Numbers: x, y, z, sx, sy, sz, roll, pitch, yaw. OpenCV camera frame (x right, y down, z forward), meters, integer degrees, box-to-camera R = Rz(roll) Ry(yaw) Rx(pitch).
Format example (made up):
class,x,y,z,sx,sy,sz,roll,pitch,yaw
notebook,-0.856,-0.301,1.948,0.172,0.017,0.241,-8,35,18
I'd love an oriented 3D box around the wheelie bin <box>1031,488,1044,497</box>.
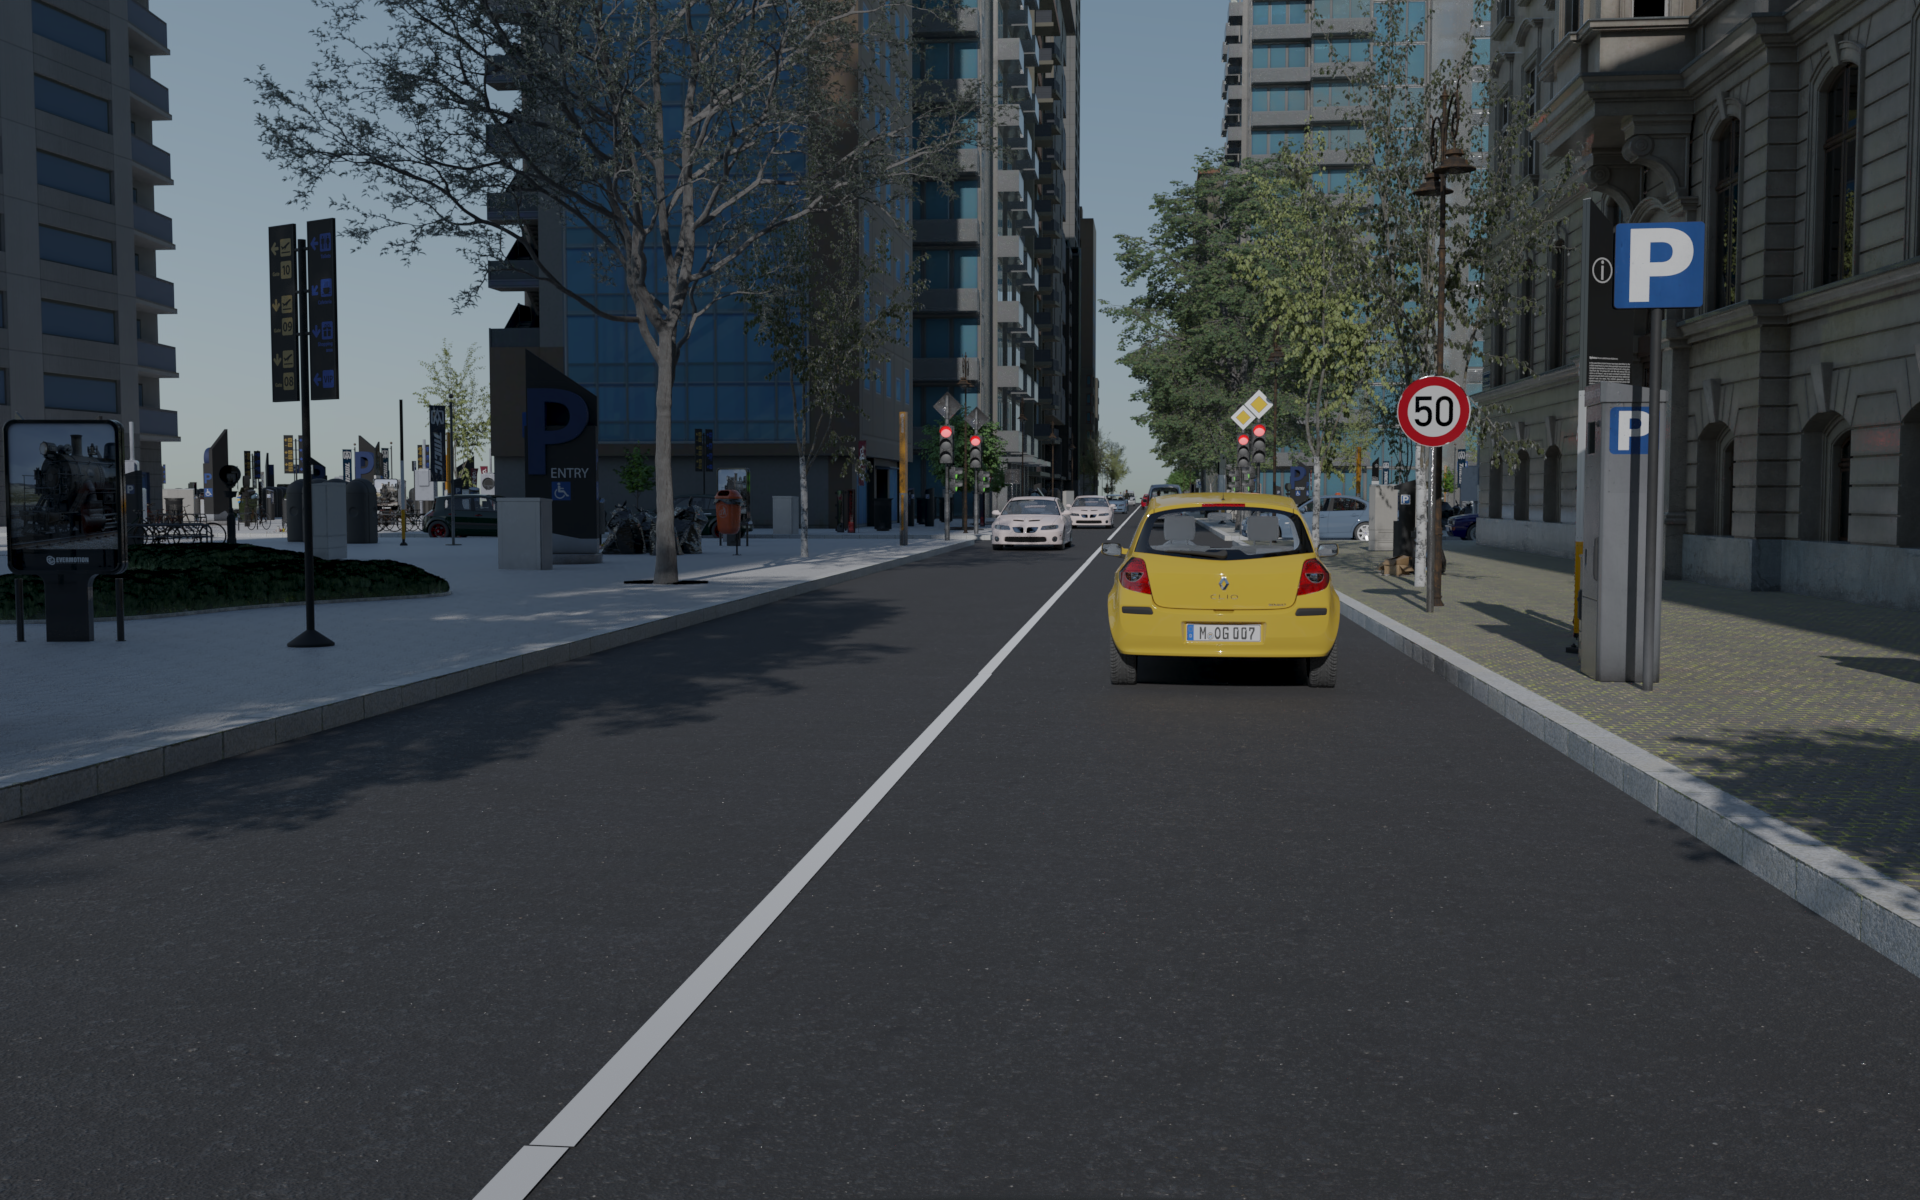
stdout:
class,x,y,z,sx,sy,sz,roll,pitch,yaw
wheelie bin,4.004,-4.982,89.370,0.693,1.594,0.980,0,4,8

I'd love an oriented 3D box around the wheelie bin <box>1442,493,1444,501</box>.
class,x,y,z,sx,sy,sz,roll,pitch,yaw
wheelie bin,28.467,-5.850,103.555,0.980,1.594,0.693,-2,4,-32

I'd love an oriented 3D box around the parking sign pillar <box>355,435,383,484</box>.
class,x,y,z,sx,sy,sz,roll,pitch,yaw
parking sign pillar,-26.968,-5.540,79.059,1.447,3.967,1.447,2,4,23

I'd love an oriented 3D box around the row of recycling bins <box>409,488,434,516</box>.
class,x,y,z,sx,sy,sz,roll,pitch,yaw
row of recycling bins,-31.419,-5.750,101.128,1.069,1.692,3.534,-2,4,-31

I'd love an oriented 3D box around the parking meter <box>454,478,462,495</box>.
class,x,y,z,sx,sy,sz,roll,pitch,yaw
parking meter,-17.992,-3.432,61.830,0.399,1.863,0.255,-3,5,-42

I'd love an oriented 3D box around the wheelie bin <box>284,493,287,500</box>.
class,x,y,z,sx,sy,sz,roll,pitch,yaw
wheelie bin,-28.096,-3.992,73.175,0.980,1.594,0.693,1,4,22

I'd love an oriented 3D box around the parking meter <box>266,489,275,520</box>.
class,x,y,z,sx,sy,sz,roll,pitch,yaw
parking meter,-33.836,-4.683,84.975,0.372,1.533,0.369,0,3,0

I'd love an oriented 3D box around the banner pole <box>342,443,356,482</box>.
class,x,y,z,sx,sy,sz,roll,pitch,yaw
banner pole,-29.900,-5.811,85.023,0.863,3.779,0.401,-3,5,-41

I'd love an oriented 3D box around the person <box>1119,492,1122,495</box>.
class,x,y,z,sx,sy,sz,roll,pitch,yaw
person,22.561,-14.256,242.298,0.721,1.736,1.217,3,4,39

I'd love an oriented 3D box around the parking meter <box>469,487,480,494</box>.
class,x,y,z,sx,sy,sz,roll,pitch,yaw
parking meter,-17.062,-3.209,60.877,0.372,1.533,0.369,0,3,0

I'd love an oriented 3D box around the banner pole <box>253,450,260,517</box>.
class,x,y,z,sx,sy,sz,roll,pitch,yaw
banner pole,-40.319,-6.680,99.231,0.863,3.779,0.401,2,4,35

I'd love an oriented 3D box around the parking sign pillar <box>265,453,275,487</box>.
class,x,y,z,sx,sy,sz,roll,pitch,yaw
parking sign pillar,-45.273,-7.652,113.575,1.447,3.967,1.447,-2,4,-26

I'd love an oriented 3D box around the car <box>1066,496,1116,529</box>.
class,x,y,z,sx,sy,sz,roll,pitch,yaw
car,5.521,-3.705,72.931,2.083,1.381,4.827,0,4,7

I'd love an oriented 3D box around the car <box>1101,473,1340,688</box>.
class,x,y,z,sx,sy,sz,roll,pitch,yaw
car,2.148,-0.251,14.320,2.015,1.641,3.980,0,4,8

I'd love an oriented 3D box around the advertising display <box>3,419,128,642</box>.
class,x,y,z,sx,sy,sz,roll,pitch,yaw
advertising display,-7.748,-0.600,15.027,0.974,1.923,0.123,0,4,-3

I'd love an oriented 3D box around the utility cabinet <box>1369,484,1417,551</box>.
class,x,y,z,sx,sy,sz,roll,pitch,yaw
utility cabinet,9.802,-1.851,38.942,1.173,1.500,0.318,-1,4,-15

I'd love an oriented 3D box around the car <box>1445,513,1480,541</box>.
class,x,y,z,sx,sy,sz,roll,pitch,yaw
car,15.964,-2.267,49.640,3.894,1.354,1.945,1,4,8

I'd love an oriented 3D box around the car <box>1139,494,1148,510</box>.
class,x,y,z,sx,sy,sz,roll,pitch,yaw
car,17.635,-9.225,159.873,2.155,1.783,4.494,0,4,7

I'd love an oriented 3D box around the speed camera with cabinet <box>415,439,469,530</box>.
class,x,y,z,sx,sy,sz,roll,pitch,yaw
speed camera with cabinet,-18.662,-4.188,62.818,2.038,3.252,0.660,0,3,0

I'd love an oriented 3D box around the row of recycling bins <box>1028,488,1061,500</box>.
class,x,y,z,sx,sy,sz,roll,pitch,yaw
row of recycling bins,5.251,-6.862,119.307,3.534,1.692,1.069,1,4,19

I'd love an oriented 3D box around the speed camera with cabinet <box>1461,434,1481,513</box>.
class,x,y,z,sx,sy,sz,roll,pitch,yaw
speed camera with cabinet,17.005,-3.807,56.587,0.660,3.252,2.038,3,4,37

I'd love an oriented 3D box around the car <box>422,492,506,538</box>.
class,x,y,z,sx,sy,sz,roll,pitch,yaw
car,-14.145,-2.607,52.415,4.222,1.686,2.009,0,4,5

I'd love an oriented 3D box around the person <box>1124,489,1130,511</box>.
class,x,y,z,sx,sy,sz,roll,pitch,yaw
person,13.838,-8.285,143.982,0.705,1.821,1.348,2,4,35

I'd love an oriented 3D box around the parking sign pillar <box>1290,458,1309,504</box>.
class,x,y,z,sx,sy,sz,roll,pitch,yaw
parking sign pillar,23.717,-8.107,121.018,1.447,3.967,1.447,3,5,39

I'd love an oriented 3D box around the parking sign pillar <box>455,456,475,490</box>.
class,x,y,z,sx,sy,sz,roll,pitch,yaw
parking sign pillar,-34.605,-8.117,121.184,1.447,3.967,1.447,-1,4,-8

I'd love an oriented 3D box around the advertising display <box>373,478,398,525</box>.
class,x,y,z,sx,sy,sz,roll,pitch,yaw
advertising display,-23.732,-4.061,71.603,0.974,1.923,0.123,-2,4,-28

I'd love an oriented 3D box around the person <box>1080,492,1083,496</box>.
class,x,y,z,sx,sy,sz,roll,pitch,yaw
person,14.456,-12.211,208.878,1.217,1.736,0.721,0,4,7

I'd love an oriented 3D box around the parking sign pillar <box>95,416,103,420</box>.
class,x,y,z,sx,sy,sz,roll,pitch,yaw
parking sign pillar,-30.183,-4.389,60.231,1.447,3.967,1.447,1,4,22

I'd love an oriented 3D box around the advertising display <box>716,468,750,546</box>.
class,x,y,z,sx,sy,sz,roll,pitch,yaw
advertising display,-5.586,-2.293,42.706,0.974,1.923,0.123,2,4,32

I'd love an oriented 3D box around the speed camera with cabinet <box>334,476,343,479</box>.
class,x,y,z,sx,sy,sz,roll,pitch,yaw
speed camera with cabinet,-30.627,-5.671,87.063,0.660,3.252,2.038,1,4,13

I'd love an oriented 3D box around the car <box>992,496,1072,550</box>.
class,x,y,z,sx,sy,sz,roll,pitch,yaw
car,1.940,-2.039,45.698,2.083,1.381,4.827,0,4,8

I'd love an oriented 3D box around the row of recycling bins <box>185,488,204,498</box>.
class,x,y,z,sx,sy,sz,roll,pitch,yaw
row of recycling bins,-54.399,-7.126,123.625,1.069,1.692,3.534,0,4,4

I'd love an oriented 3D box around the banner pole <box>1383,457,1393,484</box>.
class,x,y,z,sx,sy,sz,roll,pitch,yaw
banner pole,28.509,-7.665,115.336,0.863,3.779,0.401,-1,4,-10

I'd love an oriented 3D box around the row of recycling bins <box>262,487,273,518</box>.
class,x,y,z,sx,sy,sz,roll,pitch,yaw
row of recycling bins,-37.984,-5.456,96.311,1.069,1.692,3.534,0,4,-6

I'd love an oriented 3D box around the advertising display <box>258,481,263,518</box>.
class,x,y,z,sx,sy,sz,roll,pitch,yaw
advertising display,-34.996,-4.982,86.674,0.123,1.923,0.974,-1,4,-19

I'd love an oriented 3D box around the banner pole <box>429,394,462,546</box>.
class,x,y,z,sx,sy,sz,roll,pitch,yaw
banner pole,-12.833,-3.245,43.079,0.401,3.779,0.863,3,5,40

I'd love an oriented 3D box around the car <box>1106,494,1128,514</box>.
class,x,y,z,sx,sy,sz,roll,pitch,yaw
car,11.196,-6.943,125.526,2.014,1.417,4.499,0,4,8

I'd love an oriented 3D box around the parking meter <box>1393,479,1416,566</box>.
class,x,y,z,sx,sy,sz,roll,pitch,yaw
parking meter,7.685,-1.317,29.952,0.372,1.533,0.369,0,3,0

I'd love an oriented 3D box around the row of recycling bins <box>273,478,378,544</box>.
class,x,y,z,sx,sy,sz,roll,pitch,yaw
row of recycling bins,-16.633,-2.364,45.762,3.534,1.692,1.069,3,4,39

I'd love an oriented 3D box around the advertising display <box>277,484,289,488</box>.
class,x,y,z,sx,sy,sz,roll,pitch,yaw
advertising display,-42.716,-6.386,109.622,0.974,1.923,0.123,0,4,-4

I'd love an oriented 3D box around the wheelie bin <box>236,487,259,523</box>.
class,x,y,z,sx,sy,sz,roll,pitch,yaw
wheelie bin,-31.827,-4.257,77.503,0.693,1.594,0.980,3,4,38

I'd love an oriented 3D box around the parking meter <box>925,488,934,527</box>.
class,x,y,z,sx,sy,sz,roll,pitch,yaw
parking meter,-1.206,-3.672,68.450,0.372,1.533,0.369,0,3,0

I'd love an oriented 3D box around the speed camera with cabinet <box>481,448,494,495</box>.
class,x,y,z,sx,sy,sz,roll,pitch,yaw
speed camera with cabinet,-20.986,-4.920,74.782,2.038,3.252,0.660,0,4,-1

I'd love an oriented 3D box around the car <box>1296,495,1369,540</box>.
class,x,y,z,sx,sy,sz,roll,pitch,yaw
car,10.514,-2.369,50.741,4.499,1.417,2.014,0,4,7

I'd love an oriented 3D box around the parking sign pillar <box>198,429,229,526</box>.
class,x,y,z,sx,sy,sz,roll,pitch,yaw
parking sign pillar,-30.554,-5.056,71.134,1.447,3.967,1.447,0,4,5

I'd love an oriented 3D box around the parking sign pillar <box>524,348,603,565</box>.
class,x,y,z,sx,sy,sz,roll,pitch,yaw
parking sign pillar,-7.372,-2.666,32.060,1.447,3.967,1.447,0,4,-5

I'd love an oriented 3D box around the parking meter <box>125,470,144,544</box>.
class,x,y,z,sx,sy,sz,roll,pitch,yaw
parking meter,-20.371,-2.261,42.673,0.399,1.863,0.255,0,4,8

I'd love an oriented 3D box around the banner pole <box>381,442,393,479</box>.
class,x,y,z,sx,sy,sz,roll,pitch,yaw
banner pole,-27.269,-5.663,82.599,0.401,3.779,0.863,2,4,29

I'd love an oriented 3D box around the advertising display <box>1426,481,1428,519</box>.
class,x,y,z,sx,sy,sz,roll,pitch,yaw
advertising display,23.797,-5.035,87.528,0.974,1.923,0.123,3,5,44

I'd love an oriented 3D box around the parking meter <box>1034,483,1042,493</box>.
class,x,y,z,sx,sy,sz,roll,pitch,yaw
parking meter,4.162,-5.336,92.951,0.399,1.863,0.255,2,4,28

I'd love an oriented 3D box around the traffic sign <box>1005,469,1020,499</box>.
class,x,y,z,sx,sy,sz,roll,pitch,yaw
traffic sign,2.113,-4.164,70.219,0.606,2.300,0.079,1,4,10

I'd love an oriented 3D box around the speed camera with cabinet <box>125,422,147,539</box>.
class,x,y,z,sx,sy,sz,roll,pitch,yaw
speed camera with cabinet,-23.064,-3.288,48.093,0.660,3.252,2.038,-1,4,-18

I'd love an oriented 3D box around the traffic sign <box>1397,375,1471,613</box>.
class,x,y,z,sx,sy,sz,roll,pitch,yaw
traffic sign,5.092,-1.136,18.687,0.768,2.556,0.104,1,4,9

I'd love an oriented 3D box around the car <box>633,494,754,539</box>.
class,x,y,z,sx,sy,sz,roll,pitch,yaw
car,-8.483,-2.677,53.550,4.222,1.686,2.009,0,4,8

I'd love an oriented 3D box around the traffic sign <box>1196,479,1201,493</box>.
class,x,y,z,sx,sy,sz,roll,pitch,yaw
traffic sign,16.456,-7.121,118.552,0.606,2.300,0.079,0,4,7

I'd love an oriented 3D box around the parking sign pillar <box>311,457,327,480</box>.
class,x,y,z,sx,sy,sz,roll,pitch,yaw
parking sign pillar,-42.878,-7.767,115.456,1.447,3.967,1.447,-3,5,-39

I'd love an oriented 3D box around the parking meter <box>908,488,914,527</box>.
class,x,y,z,sx,sy,sz,roll,pitch,yaw
parking meter,-1.994,-3.681,68.598,0.372,1.533,0.369,0,3,0

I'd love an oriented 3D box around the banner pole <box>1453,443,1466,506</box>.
class,x,y,z,sx,sy,sz,roll,pitch,yaw
banner pole,24.376,-5.790,84.686,0.401,3.779,0.863,-3,4,-38

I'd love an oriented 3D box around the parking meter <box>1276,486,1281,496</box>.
class,x,y,z,sx,sy,sz,roll,pitch,yaw
parking meter,21.403,-6.781,116.579,0.399,1.863,0.255,-1,4,-13
